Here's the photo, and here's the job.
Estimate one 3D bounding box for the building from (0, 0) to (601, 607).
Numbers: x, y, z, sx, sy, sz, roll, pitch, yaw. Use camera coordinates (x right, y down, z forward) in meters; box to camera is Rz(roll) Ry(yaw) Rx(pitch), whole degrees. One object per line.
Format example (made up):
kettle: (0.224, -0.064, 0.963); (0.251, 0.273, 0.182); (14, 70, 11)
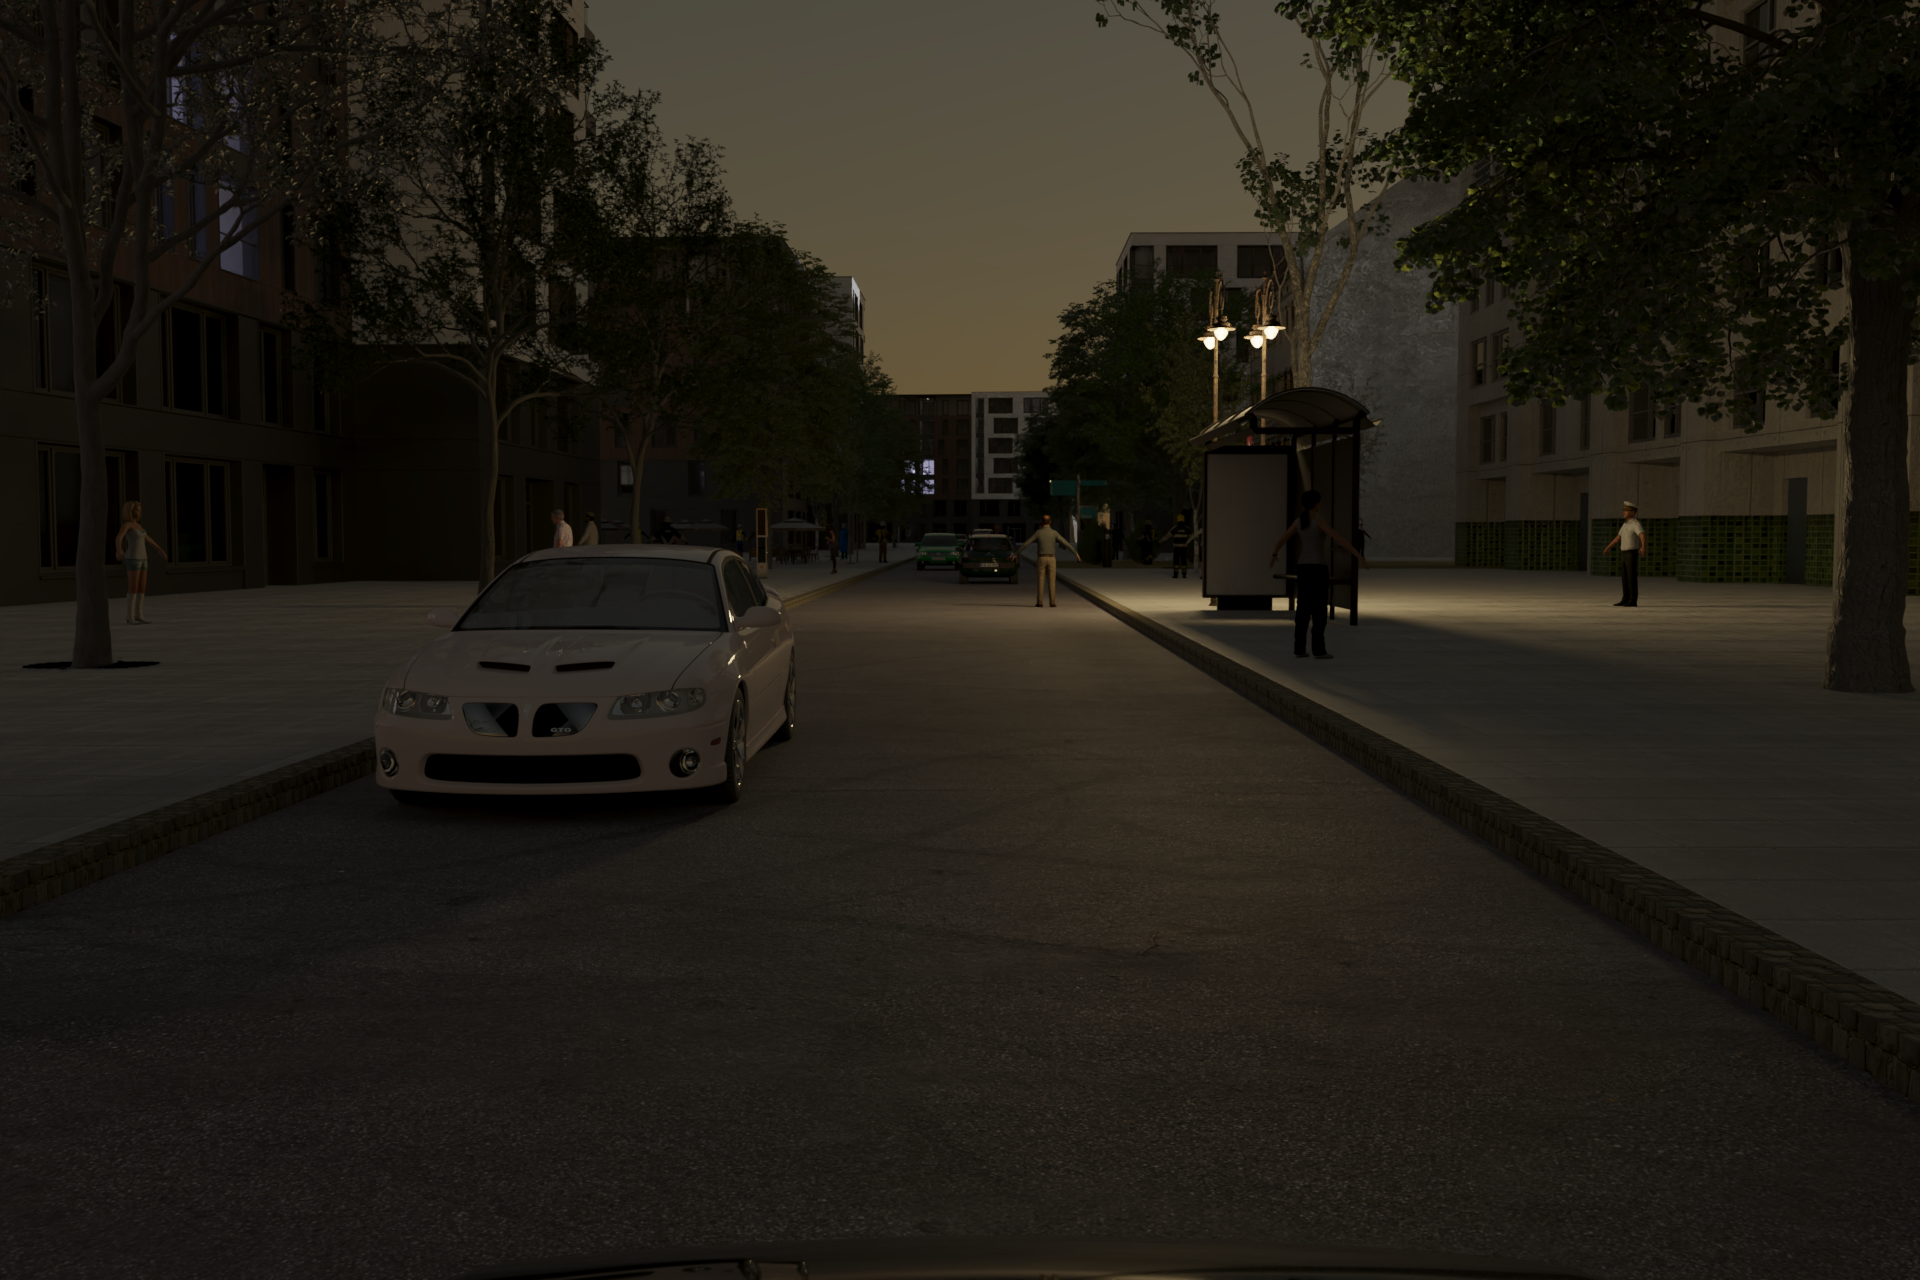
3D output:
building: (-26.991, -12.275, 44.664); (27.936, 21.610, 32.646); (0, 4, 2)

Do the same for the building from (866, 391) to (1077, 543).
building: (0.962, -25.353, 260.949); (32.646, 21.610, 27.936); (0, 4, 6)

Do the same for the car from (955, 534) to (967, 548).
car: (-0.063, -9.383, 163.205); (2.009, 1.686, 4.222); (0, 4, 1)

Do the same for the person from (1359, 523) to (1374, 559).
person: (20.232, -4.976, 87.285); (1.347, 1.837, 0.705); (-1, 4, -22)

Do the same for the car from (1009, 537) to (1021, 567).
car: (1.706, -3.848, 75.503); (1.945, 1.354, 3.894); (0, 4, 0)

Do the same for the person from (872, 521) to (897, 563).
person: (-3.420, -4.374, 77.280); (1.354, 1.858, 0.705); (2, 4, 33)

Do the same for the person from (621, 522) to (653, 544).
person: (-12.457, -3.686, 66.734); (1.216, 1.772, 0.721); (0, 4, -4)

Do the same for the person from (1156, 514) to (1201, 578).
person: (6.381, -2.719, 50.222); (1.351, 1.858, 0.704); (0, 4, -4)

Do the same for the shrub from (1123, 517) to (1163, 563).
shrub: (8.110, -4.442, 76.661); (1.661, 2.075, 1.752); (0, 3, 0)

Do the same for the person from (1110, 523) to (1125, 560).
person: (7.643, -4.846, 85.411); (1.347, 1.806, 0.705); (-2, 4, -31)

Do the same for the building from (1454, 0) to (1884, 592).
building: (27.872, -11.401, 52.859); (16.747, 18.905, 31.486); (0, 4, 1)

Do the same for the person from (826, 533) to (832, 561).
person: (-6.277, -4.550, 83.656); (0.599, 1.433, 0.991); (1, 4, 11)

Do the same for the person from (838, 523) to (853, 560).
person: (-5.807, -4.909, 86.384); (1.347, 1.817, 0.704); (3, 5, 41)

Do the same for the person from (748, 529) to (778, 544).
person: (-7.549, -3.654, 65.876); (1.348, 1.813, 0.705); (2, 4, 29)

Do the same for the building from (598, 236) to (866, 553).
building: (-22.465, -17.833, 135.551); (27.936, 21.610, 32.646); (0, 4, 1)

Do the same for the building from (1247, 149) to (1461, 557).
building: (27.978, -16.709, 104.122); (19.493, 23.208, 18.063); (0, 4, 1)

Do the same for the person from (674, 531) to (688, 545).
person: (-13.869, -4.757, 84.581); (1.217, 1.733, 0.721); (1, 4, 12)

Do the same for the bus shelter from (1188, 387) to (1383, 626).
bus shelter: (4.837, -2.000, 26.616); (2.014, 3.302, 5.546); (0, 4, 1)

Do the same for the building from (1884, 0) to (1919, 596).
building: (27.683, -9.453, 21.015); (16.747, 18.905, 31.486); (0, 4, 1)

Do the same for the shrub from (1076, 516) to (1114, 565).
shrub: (5.642, -4.146, 72.204); (1.690, 2.028, 1.600); (0, 3, 0)

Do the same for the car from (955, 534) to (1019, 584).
car: (0.843, -2.506, 50.765); (2.009, 1.686, 4.222); (0, 4, 1)

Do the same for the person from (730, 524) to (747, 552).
person: (-12.571, -5.673, 98.727); (1.349, 1.833, 0.705); (3, 4, 38)

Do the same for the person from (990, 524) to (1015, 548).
person: (1.353, -3.346, 63.390); (1.346, 1.802, 0.704); (0, 4, 0)

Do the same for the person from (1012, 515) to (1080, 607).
person: (1.687, -1.542, 33.932); (1.348, 1.796, 0.705); (0, 3, 0)

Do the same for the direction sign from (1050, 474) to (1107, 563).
direction sign: (5.268, -5.366, 76.489); (2.525, 3.948, 1.411); (0, 4, 0)

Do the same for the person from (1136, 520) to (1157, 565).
person: (7.854, -4.071, 72.347); (0.705, 1.856, 1.354); (3, 5, 43)

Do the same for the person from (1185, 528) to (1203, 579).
person: (6.996, -2.590, 49.181); (1.217, 1.735, 0.721); (0, 4, 3)

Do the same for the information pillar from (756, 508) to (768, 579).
information pillar: (-5.675, -2.765, 49.696); (0.304, 2.012, 0.304); (0, 4, 0)

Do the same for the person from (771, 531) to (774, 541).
person: (-11.314, -5.884, 102.393); (0.705, 1.806, 1.347); (1, 4, 21)

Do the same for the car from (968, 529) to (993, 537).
car: (1.736, -7.424, 130.057); (2.281, 1.827, 5.304); (0, 4, 1)

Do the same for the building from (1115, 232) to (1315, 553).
building: (25.766, -17.716, 133.632); (27.936, 21.610, 32.646); (0, 4, 1)

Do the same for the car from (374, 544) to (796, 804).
car: (-2.088, 0.100, 10.723); (2.083, 1.381, 4.827); (0, 4, 0)

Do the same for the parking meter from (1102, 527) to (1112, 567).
parking meter: (5.668, -3.564, 66.684); (0.372, 1.533, 0.369); (0, 3, 0)

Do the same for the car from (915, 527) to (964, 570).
car: (-0.816, -3.716, 69.547); (1.959, 1.807, 4.718); (0, 4, 1)

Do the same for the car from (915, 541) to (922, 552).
car: (-1.242, -4.445, 85.263); (1.945, 1.354, 3.894); (0, 4, 1)

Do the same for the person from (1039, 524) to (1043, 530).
person: (3.071, -3.474, 65.391); (0.704, 1.812, 1.346); (0, 4, -2)

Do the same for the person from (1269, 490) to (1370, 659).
person: (3.690, -0.680, 17.931); (0.721, 1.737, 1.217); (-3, 5, -43)
